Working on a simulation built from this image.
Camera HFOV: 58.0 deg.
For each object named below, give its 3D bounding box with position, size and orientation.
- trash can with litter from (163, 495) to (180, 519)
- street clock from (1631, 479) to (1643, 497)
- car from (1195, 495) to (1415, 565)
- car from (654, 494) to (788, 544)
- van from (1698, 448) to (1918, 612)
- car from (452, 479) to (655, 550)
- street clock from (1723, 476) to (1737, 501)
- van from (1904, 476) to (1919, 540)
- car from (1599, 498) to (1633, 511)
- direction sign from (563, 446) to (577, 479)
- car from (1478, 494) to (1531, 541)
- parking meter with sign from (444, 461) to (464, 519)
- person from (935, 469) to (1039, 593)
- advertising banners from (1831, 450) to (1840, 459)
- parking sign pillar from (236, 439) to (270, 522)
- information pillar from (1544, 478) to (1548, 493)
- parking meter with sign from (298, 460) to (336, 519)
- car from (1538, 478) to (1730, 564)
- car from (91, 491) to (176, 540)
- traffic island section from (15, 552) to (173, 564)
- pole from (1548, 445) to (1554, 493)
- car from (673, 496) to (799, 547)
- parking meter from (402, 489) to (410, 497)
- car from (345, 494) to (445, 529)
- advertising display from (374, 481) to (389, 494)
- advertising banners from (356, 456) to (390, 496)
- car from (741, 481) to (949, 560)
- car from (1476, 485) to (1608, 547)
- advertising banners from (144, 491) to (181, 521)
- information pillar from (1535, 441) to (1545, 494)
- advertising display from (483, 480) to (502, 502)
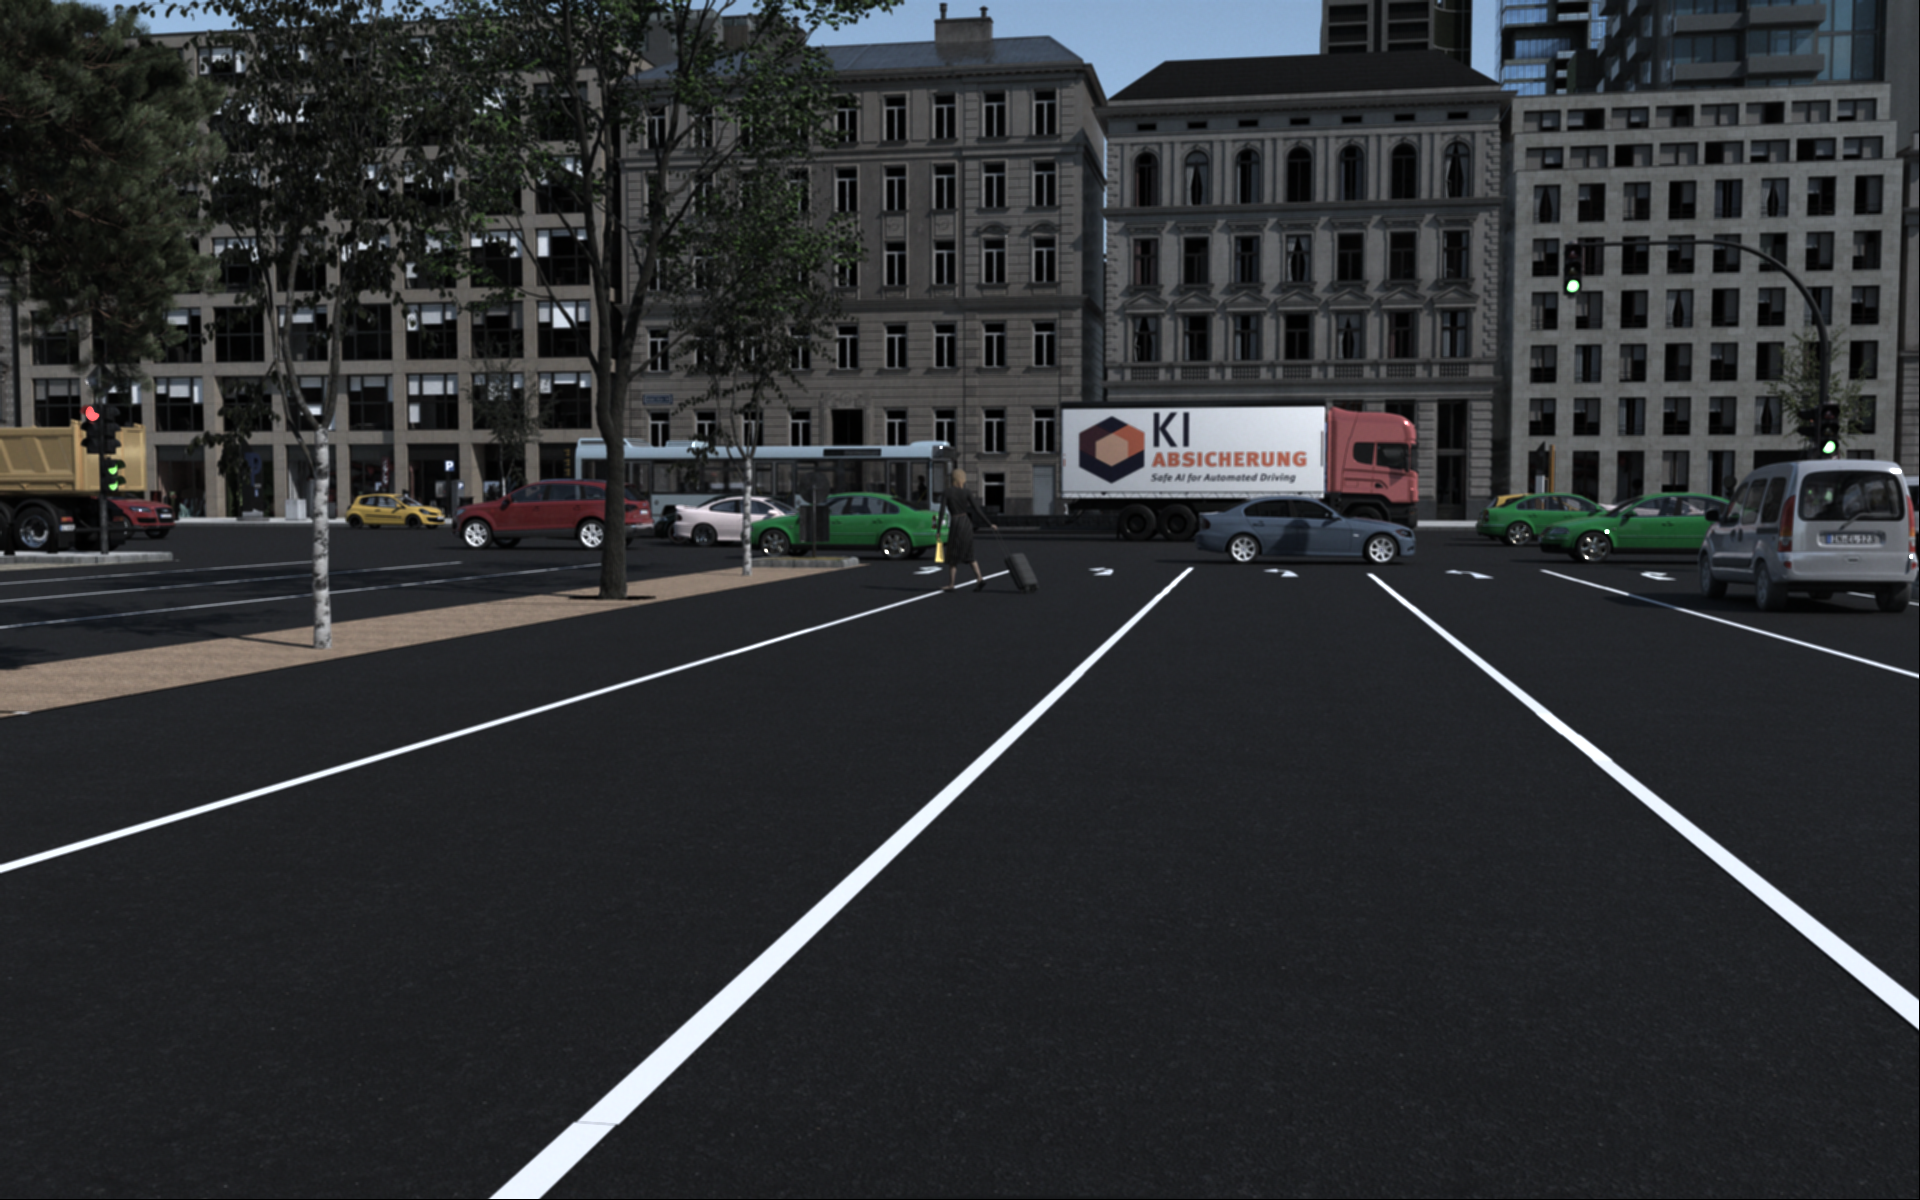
[{"bbox_3d":[-40.298,-4.670,87.420,1.678,1.210,2.233,0,4,-7],"label":"trash can with litter"},{"bbox_3d":[31.578,-4.662,80.795,0.471,2.002,0.358,0,4,6],"label":"street clock"},{"bbox_3d":[7.148,-1.465,35.960,4.499,1.417,2.014,1,4,8],"label":"car"},{"bbox_3d":[-6.716,-2.462,50.042,4.222,1.686,2.009,1,4,9],"label":"car"},{"bbox_3d":[10.873,-0.945,22.457,2.013,2.044,4.112,1,4,9],"label":"van"},{"bbox_3d":[-10.662,-2.235,45.211,5.304,1.827,2.281,1,4,10],"label":"car"},{"bbox_3d":[30.568,-3.929,68.804,0.358,2.002,0.471,-2,4,-30],"label":"street clock"},{"bbox_3d":[20.812,-1.984,39.455,4.112,2.044,2.013,1,4,12],"label":"van"},{"bbox_3d":[24.011,-2.849,58.937,4.827,1.381,2.083,1,4,11],"label":"car"},{"bbox_3d":[-18.405,-5.527,82.357,0.876,3.537,0.379,0,4,3],"label":"direction sign"},{"bbox_3d":[18.140,-2.660,53.715,3.980,1.641,2.015,1,4,12],"label":"car"},{"bbox_3d":[-26.027,-5.714,89.685,0.543,3.016,1.738,-3,5,-45],"label":"parking meter with sign"},{"bbox_3d":[0.333,-1.010,25.236,1.509,1.804,0.699,2,4,26],"label":"person"},{"bbox_3d":[35.599,-4.475,69.352,2.074,3.025,0.090,-1,4,-17],"label":"advertising banners"},{"bbox_3d":[-33.261,-5.681,81.359,1.447,3.967,1.447,0,4,3],"label":"parking sign pillar"},{"bbox_3d":[27.082,-4.648,80.485,0.304,2.012,0.304,-1,4,-23],"label":"information pillar"},{"bbox_3d":[-32.678,-5.614,88.044,1.738,3.016,0.543,-1,4,-21],"label":"parking meter with sign"},{"bbox_3d":[14.522,-1.666,36.034,4.718,1.807,1.959,1,4,12],"label":"car"},{"bbox_3d":[-27.699,-2.853,55.320,5.304,1.827,2.281,1,4,11],"label":"car"},{"bbox_3d":[-18.204,-0.890,36.837,2.009,0.180,2.903,1,4,10],"label":"traffic island section"},{"bbox_3d":[24.505,-4.768,71.804,0.158,3.312,0.155,0,3,0],"label":"pole"},{"bbox_3d":[-5.441,-2.145,47.425,4.827,1.381,2.083,1,4,12],"label":"car"},{"bbox_3d":[-41.107,-7.351,128.602,0.372,1.533,0.369,0,3,0],"label":"parking meter"},{"bbox_3d":[-23.190,-3.732,71.234,3.980,1.641,2.015,1,4,11],"label":"car"},{"bbox_3d":[-29.318,-5.052,87.812,0.974,1.923,0.123,2,4,35],"label":"advertising display"},{"bbox_3d":[-26.934,-5.095,79.498,2.074,3.025,0.090,2,4,25],"label":"advertising banners"},{"bbox_3d":[-2.544,-1.815,38.466,4.718,1.807,1.959,1,4,12],"label":"car"},{"bbox_3d":[16.728,-2.389,47.857,4.718,1.807,1.959,1,4,9],"label":"car"},{"bbox_3d":[-38.586,-5.318,83.145,2.074,3.025,0.090,-2,4,-26],"label":"advertising banners"},{"bbox_3d":[25.816,-5.242,77.064,0.183,3.616,0.504,-2,4,-24],"label":"information pillar"},{"bbox_3d":[-22.023,-4.670,81.576,0.974,1.923,0.123,1,4,20],"label":"advertising display"}]
